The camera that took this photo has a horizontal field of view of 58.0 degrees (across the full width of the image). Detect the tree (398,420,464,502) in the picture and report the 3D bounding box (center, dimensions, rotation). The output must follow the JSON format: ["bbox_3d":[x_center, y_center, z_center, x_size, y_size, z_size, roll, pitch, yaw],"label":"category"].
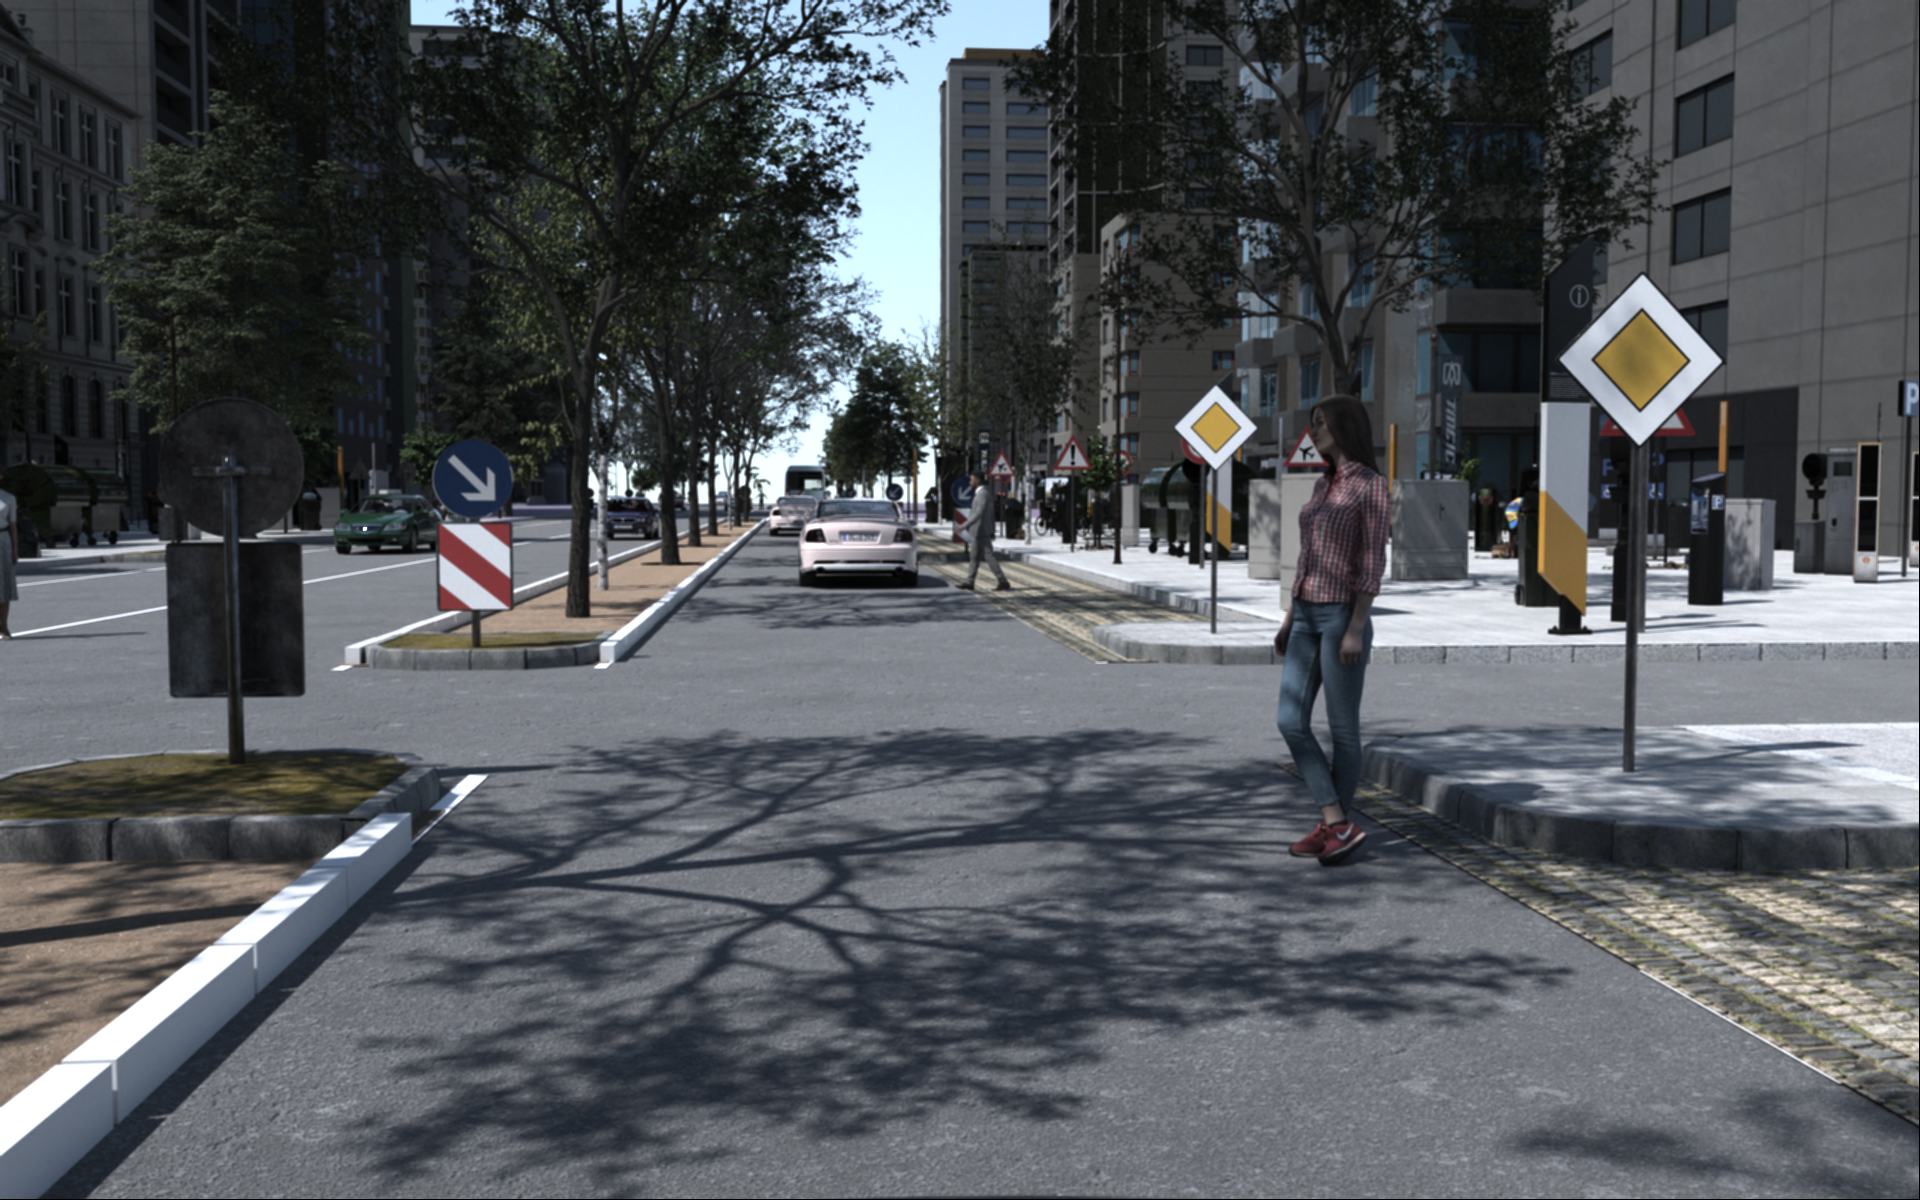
[{"bbox_3d":[-23.402,-5.705,76.998,4.285,4.588,4.351,0,3,0],"label":"tree"}]

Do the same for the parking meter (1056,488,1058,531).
[{"bbox_3d":[3.400,-3.041,58.127,0.372,1.533,0.369,0,3,0],"label":"parking meter"}]

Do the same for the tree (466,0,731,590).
[{"bbox_3d":[-5.347,-4.452,25.615,4.737,8.622,4.395,0,3,0],"label":"tree"}]

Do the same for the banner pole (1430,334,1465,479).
[{"bbox_3d":[7.605,-2.278,27.258,0.863,3.779,0.401,-2,4,-30],"label":"banner pole"}]

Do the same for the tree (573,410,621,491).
[{"bbox_3d":[-30.038,-11.863,144.319,4.360,8.622,3.978,0,3,0],"label":"tree"}]

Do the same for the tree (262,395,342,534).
[{"bbox_3d":[-21.733,-4.409,55.795,4.285,4.588,4.351,0,3,0],"label":"tree"}]

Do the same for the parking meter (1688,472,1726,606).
[{"bbox_3d":[8.646,-0.712,20.045,0.372,1.533,0.369,0,3,0],"label":"parking meter"}]

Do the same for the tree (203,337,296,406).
[{"bbox_3d":[-31.076,-7.673,75.823,4.360,8.622,3.978,0,3,0],"label":"tree"}]

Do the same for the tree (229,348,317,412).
[{"bbox_3d":[-33.912,-8.236,85.019,4.737,8.622,4.395,0,3,0],"label":"tree"}]

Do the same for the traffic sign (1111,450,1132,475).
[{"bbox_3d":[4.604,-3.064,50.210,0.768,2.556,0.104,0,4,1],"label":"traffic sign"}]

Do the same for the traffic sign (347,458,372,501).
[{"bbox_3d":[-21.465,-3.786,61.909,0.884,2.594,0.081,0,4,3],"label":"traffic sign"}]

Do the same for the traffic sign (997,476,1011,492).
[{"bbox_3d":[2.083,-5.080,83.162,0.768,2.556,0.104,0,4,-1],"label":"traffic sign"}]

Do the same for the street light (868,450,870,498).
[{"bbox_3d":[-7.225,-10.063,137.315,0.468,5.910,1.993,0,4,-5],"label":"street light"}]

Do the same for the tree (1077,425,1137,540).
[{"bbox_3d":[3.874,-3.319,48.869,1.663,3.219,1.824,0,3,0],"label":"tree"}]

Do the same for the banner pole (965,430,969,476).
[{"bbox_3d":[0.244,-4.764,67.904,0.401,3.779,0.863,-1,4,-12],"label":"banner pole"}]

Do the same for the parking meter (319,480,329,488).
[{"bbox_3d":[-26.389,-4.051,71.941,0.255,1.863,0.399,1,4,13],"label":"parking meter"}]

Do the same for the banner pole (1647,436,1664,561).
[{"bbox_3d":[13.220,-2.638,33.143,0.863,3.779,0.401,-3,4,-39],"label":"banner pole"}]

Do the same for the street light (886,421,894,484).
[{"bbox_3d":[-4.354,-8.270,107.997,0.468,5.910,1.993,0,4,-5],"label":"street light"}]

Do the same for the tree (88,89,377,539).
[{"bbox_3d":[-20.276,-7.988,48.735,7.486,12.596,7.792,0,3,0],"label":"tree"}]

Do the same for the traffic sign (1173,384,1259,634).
[{"bbox_3d":[2.332,-0.749,15.883,0.795,2.450,0.064,0,4,-5],"label":"traffic sign"}]

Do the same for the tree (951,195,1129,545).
[{"bbox_3d":[1.933,-5.714,43.790,4.360,8.622,3.978,0,3,0],"label":"tree"}]

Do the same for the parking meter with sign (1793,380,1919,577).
[{"bbox_3d":[14.129,-1.904,27.384,0.543,3.016,1.738,-2,4,-35],"label":"parking meter with sign"}]

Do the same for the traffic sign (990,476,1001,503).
[{"bbox_3d":[1.195,-4.052,66.255,0.884,2.594,0.081,0,4,-4],"label":"traffic sign"}]

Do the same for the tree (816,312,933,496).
[{"bbox_3d":[-8.834,-19.664,177.402,12.611,20.169,13.585,0,3,0],"label":"tree"}]

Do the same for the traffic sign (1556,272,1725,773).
[{"bbox_3d":[3.084,-0.262,7.933,0.795,2.450,0.064,0,4,-5],"label":"traffic sign"}]

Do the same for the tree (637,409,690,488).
[{"bbox_3d":[-36.107,-17.958,211.733,7.486,12.596,7.792,0,3,0],"label":"tree"}]

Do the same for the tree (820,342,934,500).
[{"bbox_3d":[-5.518,-12.920,129.364,7.486,12.596,7.792,0,3,0],"label":"tree"}]

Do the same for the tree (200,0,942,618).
[{"bbox_3d":[-4.408,-5.045,19.359,8.767,10.594,7.601,0,4,-5],"label":"tree"}]

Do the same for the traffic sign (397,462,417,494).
[{"bbox_3d":[-21.889,-4.185,68.525,0.768,2.556,0.104,0,4,-5],"label":"traffic sign"}]

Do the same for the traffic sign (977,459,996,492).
[{"bbox_3d":[0.984,-3.689,60.426,0.768,2.556,0.104,0,4,-2],"label":"traffic sign"}]

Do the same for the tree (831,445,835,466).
[{"bbox_3d":[-12.410,-14.924,194.373,4.737,8.622,4.395,0,3,0],"label":"tree"}]

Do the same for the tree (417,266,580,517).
[{"bbox_3d":[-25.772,-11.709,98.101,9.857,13.997,8.962,0,3,0],"label":"tree"}]

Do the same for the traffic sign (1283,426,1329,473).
[{"bbox_3d":[6.633,-2.033,33.237,0.884,2.594,0.081,0,3,0],"label":"traffic sign"}]

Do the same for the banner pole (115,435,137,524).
[{"bbox_3d":[-35.438,-5.107,73.516,0.401,3.779,0.863,2,4,35],"label":"banner pole"}]

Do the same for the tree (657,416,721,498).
[{"bbox_3d":[-38.815,-19.933,242.904,9.611,12.733,9.660,0,3,0],"label":"tree"}]

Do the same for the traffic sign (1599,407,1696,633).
[{"bbox_3d":[6.291,-0.973,15.919,0.884,2.594,0.081,0,4,-1],"label":"traffic sign"}]

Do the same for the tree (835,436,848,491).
[{"bbox_3d":[-7.411,-12.065,147.626,4.737,8.622,4.395,0,3,0],"label":"tree"}]

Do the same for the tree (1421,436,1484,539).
[{"bbox_3d":[14.271,-3.370,49.704,1.663,3.219,1.824,0,3,0],"label":"tree"}]

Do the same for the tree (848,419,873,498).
[{"bbox_3d":[-6.331,-11.743,142.365,4.737,8.622,4.395,0,3,0],"label":"tree"}]

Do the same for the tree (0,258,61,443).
[{"bbox_3d":[-29.903,-6.262,52.752,4.737,8.622,4.395,0,3,0],"label":"tree"}]

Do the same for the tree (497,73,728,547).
[{"bbox_3d":[-7.230,-8.182,46.602,12.009,13.543,11.850,0,3,0],"label":"tree"}]

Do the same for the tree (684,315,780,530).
[{"bbox_3d":[-8.957,-6.999,67.257,4.360,8.622,3.978,0,3,0],"label":"tree"}]

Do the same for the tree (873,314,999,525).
[{"bbox_3d":[-0.702,-7.375,70.940,4.737,8.622,4.395,0,3,0],"label":"tree"}]

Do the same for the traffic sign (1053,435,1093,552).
[{"bbox_3d":[2.474,-2.324,37.999,0.884,2.594,0.081,0,4,1],"label":"traffic sign"}]

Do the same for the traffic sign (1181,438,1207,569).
[{"bbox_3d":[4.165,-1.811,29.724,0.768,2.556,0.104,0,4,-2],"label":"traffic sign"}]

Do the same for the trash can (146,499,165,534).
[{"bbox_3d":[-25.683,-2.682,55.511,0.748,1.137,0.748,0,3,0],"label":"trash can"}]

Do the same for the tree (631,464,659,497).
[{"bbox_3d":[-34.022,-12.411,186.634,4.285,4.588,4.351,0,3,0],"label":"tree"}]

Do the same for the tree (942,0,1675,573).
[{"bbox_3d":[4.950,-5.351,21.903,8.767,10.594,7.601,-1,4,-14],"label":"tree"}]

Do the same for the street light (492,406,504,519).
[{"bbox_3d":[-24.161,-7.217,90.791,0.468,5.910,1.993,0,4,-5],"label":"street light"}]

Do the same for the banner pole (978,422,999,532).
[{"bbox_3d":[0.949,-4.212,58.876,0.863,3.779,0.401,3,4,37],"label":"banner pole"}]

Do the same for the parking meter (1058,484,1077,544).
[{"bbox_3d":[2.845,-2.238,44.997,0.372,1.533,0.369,0,3,0],"label":"parking meter"}]

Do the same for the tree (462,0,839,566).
[{"bbox_3d":[-5.949,-6.507,34.609,9.928,11.665,9.643,0,3,0],"label":"tree"}]

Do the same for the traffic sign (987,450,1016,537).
[{"bbox_3d":[1.238,-3.154,51.576,0.884,2.594,0.081,0,4,3],"label":"traffic sign"}]

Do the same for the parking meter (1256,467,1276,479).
[{"bbox_3d":[6.495,-1.907,36.890,0.399,1.863,0.255,-1,4,-22],"label":"parking meter"}]
